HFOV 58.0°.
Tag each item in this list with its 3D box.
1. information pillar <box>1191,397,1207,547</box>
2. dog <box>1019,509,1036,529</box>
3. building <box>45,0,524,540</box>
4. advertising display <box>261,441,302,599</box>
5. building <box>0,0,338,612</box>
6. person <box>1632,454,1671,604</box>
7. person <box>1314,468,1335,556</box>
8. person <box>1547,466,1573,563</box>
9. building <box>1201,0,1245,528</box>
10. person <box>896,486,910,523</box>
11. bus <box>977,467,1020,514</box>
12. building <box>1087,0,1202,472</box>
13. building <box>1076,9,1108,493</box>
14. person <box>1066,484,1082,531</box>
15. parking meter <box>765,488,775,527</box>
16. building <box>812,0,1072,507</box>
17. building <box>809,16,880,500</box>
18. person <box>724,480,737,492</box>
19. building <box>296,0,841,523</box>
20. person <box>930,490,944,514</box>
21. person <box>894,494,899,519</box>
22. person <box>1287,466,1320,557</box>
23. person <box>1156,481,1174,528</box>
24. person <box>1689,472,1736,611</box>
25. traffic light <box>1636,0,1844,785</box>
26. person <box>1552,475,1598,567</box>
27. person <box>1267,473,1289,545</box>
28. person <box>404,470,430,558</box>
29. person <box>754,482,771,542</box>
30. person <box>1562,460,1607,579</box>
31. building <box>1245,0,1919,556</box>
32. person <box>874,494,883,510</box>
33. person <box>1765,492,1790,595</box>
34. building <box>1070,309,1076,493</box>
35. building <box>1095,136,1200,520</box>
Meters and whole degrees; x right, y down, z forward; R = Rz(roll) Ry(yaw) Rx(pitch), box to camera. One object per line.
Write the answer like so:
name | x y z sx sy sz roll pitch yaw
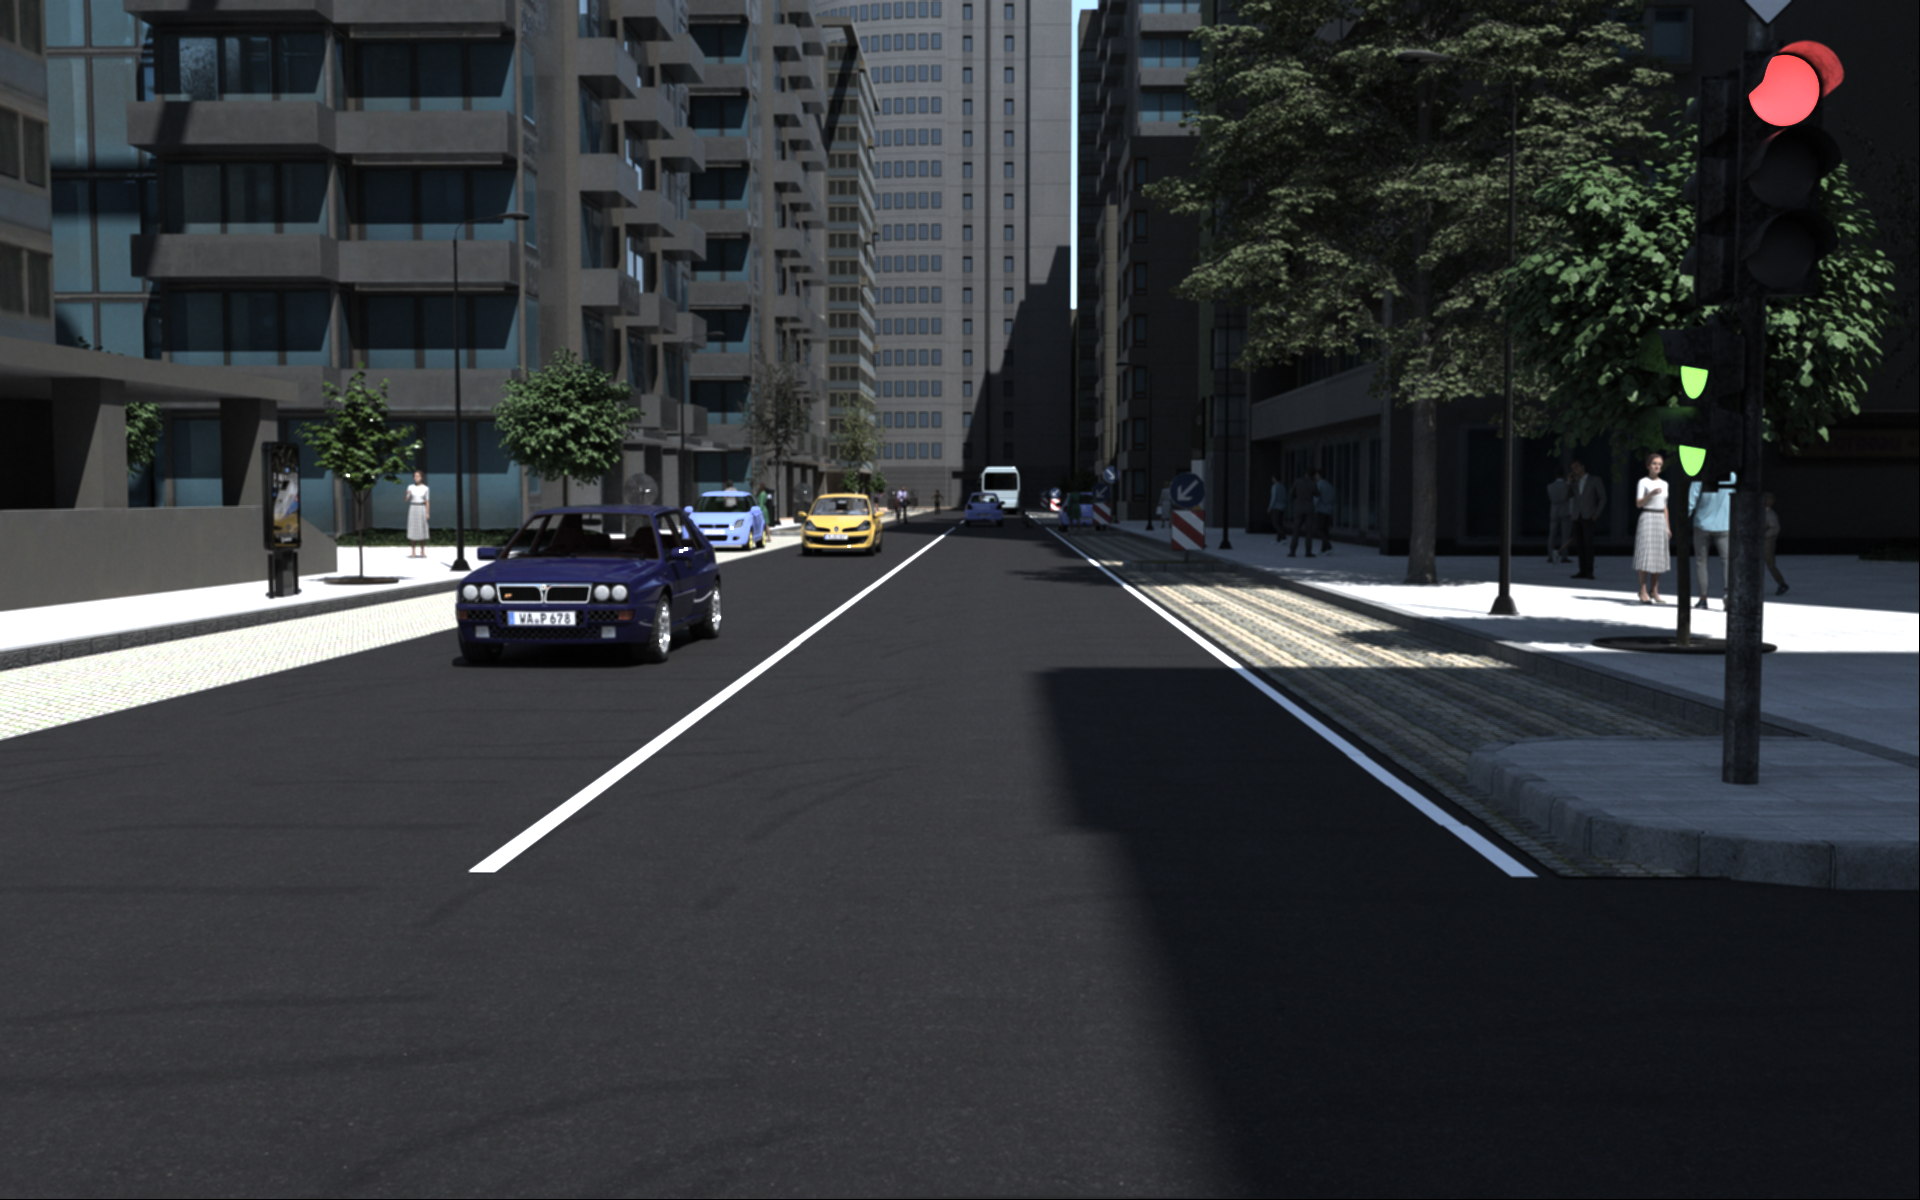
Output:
information pillar | 5.790 -3.101 42.054 0.183 3.616 0.504 -2 4 -26
dog | 2.873 -3.355 71.696 0.800 0.831 0.513 1 4 15
building | -21.392 -26.949 60.233 23.786 49.044 30.456 0 4 1
advertising display | -8.463 -1.004 21.633 0.123 1.923 0.974 0 4 -2
building | -26.485 -20.109 20.662 32.217 40.220 23.993 0 4 1
person | 8.155 -0.836 20.278 0.480 1.755 0.524 -1 4 -21
person | 7.631 -1.846 36.247 0.620 1.820 0.660 3 5 43
person | 11.281 -1.607 32.491 0.511 1.800 0.466 2 4 24
building | 16.701 -23.677 70.722 14.154 41.232 14.086 0 4 1
person | -2.760 -4.643 84.284 0.709 1.838 0.599 -1 4 -22
bus | 2.749 -7.948 124.817 2.948 3.499 13.247 0 4 0
building | 21.573 -31.025 126.860 23.786 49.044 30.456 0 4 1
building | 17.056 -28.536 150.162 14.154 41.232 14.086 0 4 1
person | 4.128 -3.281 62.389 0.600 1.795 0.529 -2 4 -34
parking meter | -7.336 -3.582 66.982 0.372 1.533 0.369 0 3 0
building | -3.060 -38.837 176.987 28.212 58.520 21.231 0 4 1
building | -18.961 -27.515 141.754 23.993 40.220 32.217 0 4 1
person | -8.091 -3.363 61.385 0.716 1.782 0.532 -2 4 -35
building | -19.435 -29.249 97.830 23.786 49.044 30.456 0 4 1
person | -1.638 -6.909 122.171 1.217 1.735 0.721 -2 4 -35
person | -3.657 -5.376 99.664 0.557 1.426 1.065 -1 4 -9
person | 7.009 -1.804 35.338 0.655 1.846 0.447 1 4 18
person | 7.726 -3.579 64.915 0.694 1.780 0.624 0 4 -1
person | 8.296 -0.809 19.125 0.638 1.841 0.748 1 4 14
traffic light | 3.456 -1.142 7.598 0.839 4.253 0.868 0 4 1
person | 10.866 -1.453 30.551 0.760 1.731 0.466 1 4 9
person | 8.146 -2.328 44.119 0.620 1.820 0.660 3 4 37
person | -10.850 -1.714 34.631 0.480 1.755 0.524 -1 4 -21
person | -5.858 -2.603 51.313 0.529 1.795 0.600 0 4 -8
person | 9.462 -1.227 26.281 0.473 1.802 0.592 -2 4 -25
building | 19.762 -25.745 44.625 21.300 48.544 21.600 0 4 1
person | -6.564 -7.951 139.267 0.697 1.427 0.421 0 4 4
person | 10.206 -0.709 21.909 0.640 1.303 0.475 -1 4 -9
building | 25.989 -20.570 181.360 28.899 21.520 27.650 0 4 1
building | 22.324 -15.471 97.995 27.650 21.520 28.899 0 4 1
